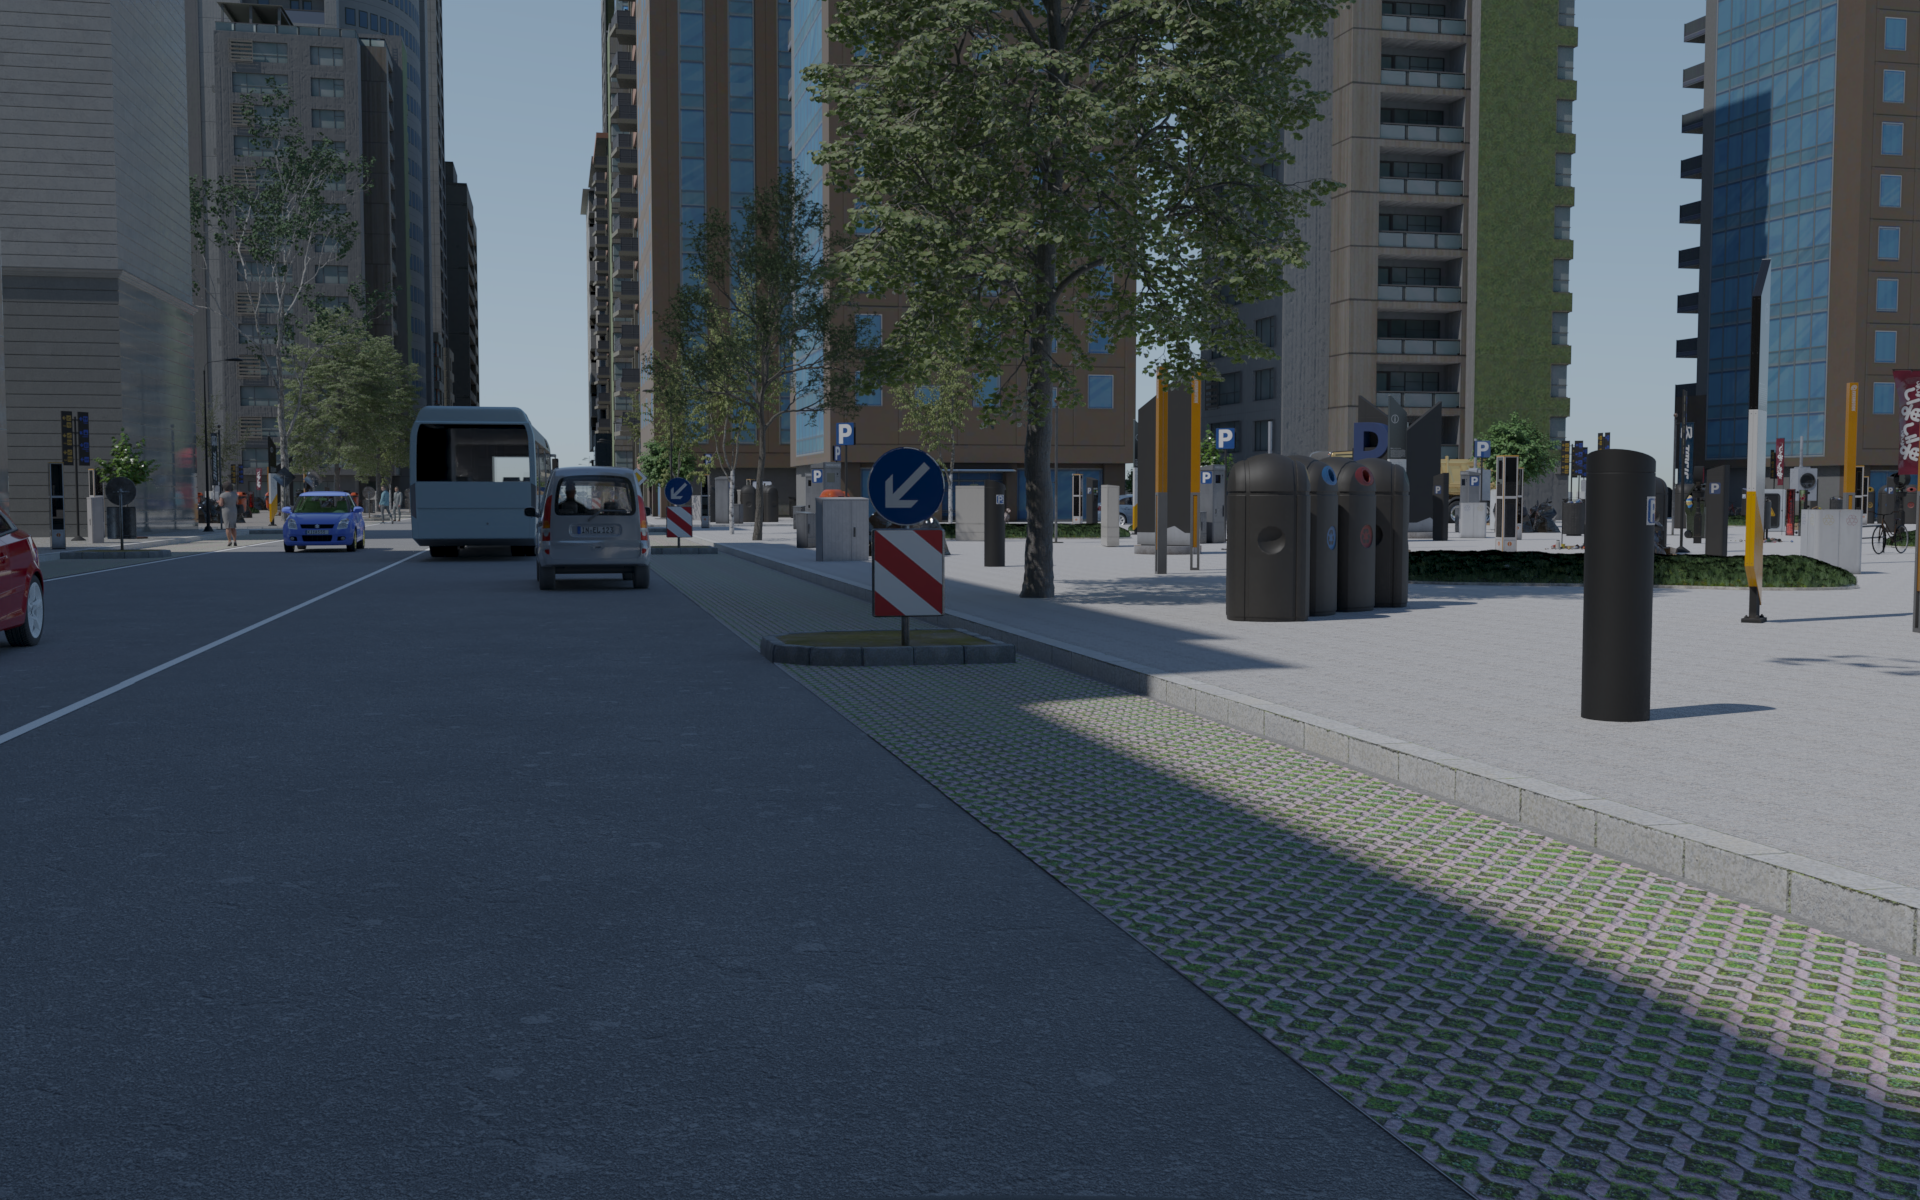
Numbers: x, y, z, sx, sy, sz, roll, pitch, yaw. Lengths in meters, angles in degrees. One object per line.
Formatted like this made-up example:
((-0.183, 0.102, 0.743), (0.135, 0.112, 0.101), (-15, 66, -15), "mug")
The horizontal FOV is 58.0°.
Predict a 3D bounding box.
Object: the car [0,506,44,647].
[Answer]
((-9.221, -0.348, 14.725), (2.155, 1.783, 4.494), (-1, 4, -15), "car")

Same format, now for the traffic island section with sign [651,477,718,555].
((-6.938, -2.026, 41.760), (1.989, 1.847, 2.006), (-1, 4, -13), "traffic island section with sign")

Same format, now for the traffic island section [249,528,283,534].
((-24.566, -2.491, 63.013), (2.009, 0.180, 2.903), (-1, 4, -13), "traffic island section")

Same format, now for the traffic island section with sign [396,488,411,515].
((-37.659, -6.731, 118.678), (1.989, 1.847, 2.006), (-1, 4, -13), "traffic island section with sign")

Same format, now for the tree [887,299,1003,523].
((-0.587, -6.908, 63.314), (4.737, 8.622, 4.395), (0, 3, 0), "tree")

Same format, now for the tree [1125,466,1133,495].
((11.995, -7.662, 119.868), (1.663, 3.219, 1.824), (0, 3, 0), "tree")

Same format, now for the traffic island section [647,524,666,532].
((-12.257, -2.667, 65.889), (2.009, 0.180, 2.903), (-1, 4, -13), "traffic island section")

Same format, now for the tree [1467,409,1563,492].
((21.389, -5.096, 67.026), (4.285, 4.588, 4.351), (0, 3, 0), "tree")

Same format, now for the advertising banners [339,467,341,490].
((-41.021, -7.143, 112.969), (0.090, 3.025, 2.074), (1, 4, 18), "advertising banners")

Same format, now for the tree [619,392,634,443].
((-13.548, -8.134, 83.359), (4.737, 8.622, 4.395), (0, 3, 0), "tree")

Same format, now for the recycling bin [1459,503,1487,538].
((14.977, -2.327, 50.597), (0.722, 1.027, 0.722), (1, 4, 12), "recycling bin")

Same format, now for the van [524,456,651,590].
((-5.864, -1.249, 27.430), (2.013, 2.044, 4.112), (-1, 4, -14), "van")

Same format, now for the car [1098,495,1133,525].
((7.812, -3.826, 74.552), (4.499, 1.417, 2.014), (-1, 4, -12), "car")

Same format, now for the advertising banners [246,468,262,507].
((-48.016, -7.403, 117.220), (2.074, 3.025, 0.090), (1, 4, 22), "advertising banners")

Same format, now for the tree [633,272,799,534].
((-7.250, -6.411, 55.184), (4.737, 8.622, 4.395), (0, 3, 0), "tree")

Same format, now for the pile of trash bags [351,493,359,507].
((-38.870, -6.087, 109.270), (1.912, 1.369, 3.447), (0, 4, 7), "pile of trash bags")

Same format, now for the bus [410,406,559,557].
((-11.564, -2.934, 42.836), (2.948, 3.499, 13.247), (-1, 4, -12), "bus")

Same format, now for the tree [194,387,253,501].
((-51.706, -10.397, 120.359), (4.360, 8.622, 3.978), (0, 3, 0), "tree")

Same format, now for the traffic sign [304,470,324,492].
((-26.371, -4.103, 70.731), (0.795, 2.450, 0.064), (-1, 4, -13), "traffic sign")

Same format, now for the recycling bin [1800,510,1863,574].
((14.082, -0.945, 28.005), (0.722, 1.027, 0.722), (0, 4, 7), "recycling bin")

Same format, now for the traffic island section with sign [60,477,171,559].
((-18.931, -1.855, 38.963), (1.989, 1.847, 2.006), (-1, 4, -13), "traffic island section with sign")

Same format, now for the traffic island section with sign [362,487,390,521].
((-31.456, -5.118, 92.299), (1.989, 1.847, 2.006), (-1, 4, -13), "traffic island section with sign")

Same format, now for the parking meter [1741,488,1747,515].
((32.998, -3.930, 72.661), (0.372, 1.533, 0.369), (0, 3, 0), "parking meter")

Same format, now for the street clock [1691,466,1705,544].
((19.138, -2.466, 44.893), (0.358, 2.002, 0.471), (2, 4, 29), "street clock")

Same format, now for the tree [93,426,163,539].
((-23.995, -3.363, 49.590), (1.663, 3.219, 1.824), (0, 3, 0), "tree")

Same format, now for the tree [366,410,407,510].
((-45.866, -11.505, 138.476), (4.737, 8.622, 4.395), (0, 3, 0), "tree")

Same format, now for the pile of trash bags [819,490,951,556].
((-1.746, -1.572, 35.449), (1.912, 1.369, 3.447), (2, 4, 32), "pile of trash bags")

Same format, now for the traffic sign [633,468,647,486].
((-12.278, -3.802, 65.807), (0.795, 2.450, 0.064), (-1, 4, -13), "traffic sign")

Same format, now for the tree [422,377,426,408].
((-41.361, -12.545, 123.232), (7.486, 12.596, 7.792), (0, 3, 0), "tree")

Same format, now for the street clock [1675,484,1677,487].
((47.564, -6.729, 114.595), (0.471, 2.002, 0.358), (-1, 4, -22), "street clock")

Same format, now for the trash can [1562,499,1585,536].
((18.791, -2.528, 52.989), (0.748, 1.137, 0.748), (0, 3, 0), "trash can")

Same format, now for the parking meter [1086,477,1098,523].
((4.571, -3.311, 59.844), (0.255, 1.863, 0.399), (-3, 4, -36), "parking meter")

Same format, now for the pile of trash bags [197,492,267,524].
((-32.660, -4.111, 76.962), (1.912, 1.369, 3.447), (0, 4, 4), "pile of trash bags")

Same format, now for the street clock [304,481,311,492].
((-36.151, -5.588, 95.938), (0.358, 2.002, 0.471), (-3, 5, -40), "street clock")

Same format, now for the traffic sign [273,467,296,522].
((-24.544, -3.628, 62.957), (0.795, 2.450, 0.064), (-1, 4, -13), "traffic sign")

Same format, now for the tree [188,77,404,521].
((-32.766, -13.782, 81.229), (12.611, 20.169, 13.585), (0, 3, 0), "tree")

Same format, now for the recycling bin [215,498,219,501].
((-53.111, -6.841, 124.404), (0.722, 1.027, 0.722), (-1, 4, -12), "recycling bin")

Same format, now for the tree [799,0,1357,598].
((1.273, -6.322, 21.494), (7.486, 12.596, 7.792), (0, 3, 0), "tree")

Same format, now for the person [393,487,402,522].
((-29.399, -5.007, 90.470), (0.635, 1.810, 0.391), (1, 4, 21), "person")

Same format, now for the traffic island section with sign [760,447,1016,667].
((-0.724, -0.407, 15.281), (1.989, 1.847, 2.006), (-1, 4, -13), "traffic island section with sign")

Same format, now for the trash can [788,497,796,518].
((-8.790, -4.925, 92.173), (0.748, 1.137, 0.748), (0, 3, 0), "trash can")

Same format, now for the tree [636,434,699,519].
((-14.950, -6.424, 88.744), (4.285, 4.588, 4.351), (0, 3, 0), "tree")

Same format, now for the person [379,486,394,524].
((-27.461, -4.553, 82.799), (0.748, 1.841, 0.638), (2, 4, 30), "person")

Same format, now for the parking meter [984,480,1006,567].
((0.612, -1.356, 30.589), (0.372, 1.533, 0.369), (0, 3, 0), "parking meter")

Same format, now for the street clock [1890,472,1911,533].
((30.417, -3.143, 55.965), (0.358, 2.002, 0.471), (-1, 4, -20), "street clock")

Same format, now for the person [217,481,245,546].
((-19.878, -2.347, 47.230), (0.532, 1.782, 0.716), (3, 5, 43), "person")

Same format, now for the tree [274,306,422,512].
((-37.378, -11.421, 104.868), (7.486, 12.596, 7.792), (0, 3, 0), "tree")

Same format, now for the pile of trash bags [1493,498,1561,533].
((18.983, -2.986, 58.576), (1.912, 1.369, 3.447), (0, 4, 3), "pile of trash bags")

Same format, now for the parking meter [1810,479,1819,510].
((33.425, -3.797, 67.787), (0.255, 1.863, 0.399), (2, 4, 23), "parking meter")

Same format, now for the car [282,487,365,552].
((-16.105, -2.100, 43.919), (1.945, 1.707, 3.694), (-1, 4, -14), "car")

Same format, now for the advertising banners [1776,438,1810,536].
((25.572, -3.490, 53.250), (0.090, 3.025, 2.074), (0, 4, -1), "advertising banners")

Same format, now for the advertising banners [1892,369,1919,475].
((14.087, -1.721, 24.323), (2.074, 3.025, 0.090), (0, 4, 1), "advertising banners")

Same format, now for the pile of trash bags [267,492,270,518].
((-38.558, -5.099, 93.129), (3.447, 1.369, 1.912), (-2, 4, -28), "pile of trash bags")

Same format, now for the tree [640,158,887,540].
((-5.270, -6.926, 47.653), (7.601, 10.594, 8.767), (-1, 4, -9), "tree")

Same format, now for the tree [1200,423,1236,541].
((6.679, -3.226, 47.354), (1.663, 3.219, 1.824), (0, 3, 0), "tree")
